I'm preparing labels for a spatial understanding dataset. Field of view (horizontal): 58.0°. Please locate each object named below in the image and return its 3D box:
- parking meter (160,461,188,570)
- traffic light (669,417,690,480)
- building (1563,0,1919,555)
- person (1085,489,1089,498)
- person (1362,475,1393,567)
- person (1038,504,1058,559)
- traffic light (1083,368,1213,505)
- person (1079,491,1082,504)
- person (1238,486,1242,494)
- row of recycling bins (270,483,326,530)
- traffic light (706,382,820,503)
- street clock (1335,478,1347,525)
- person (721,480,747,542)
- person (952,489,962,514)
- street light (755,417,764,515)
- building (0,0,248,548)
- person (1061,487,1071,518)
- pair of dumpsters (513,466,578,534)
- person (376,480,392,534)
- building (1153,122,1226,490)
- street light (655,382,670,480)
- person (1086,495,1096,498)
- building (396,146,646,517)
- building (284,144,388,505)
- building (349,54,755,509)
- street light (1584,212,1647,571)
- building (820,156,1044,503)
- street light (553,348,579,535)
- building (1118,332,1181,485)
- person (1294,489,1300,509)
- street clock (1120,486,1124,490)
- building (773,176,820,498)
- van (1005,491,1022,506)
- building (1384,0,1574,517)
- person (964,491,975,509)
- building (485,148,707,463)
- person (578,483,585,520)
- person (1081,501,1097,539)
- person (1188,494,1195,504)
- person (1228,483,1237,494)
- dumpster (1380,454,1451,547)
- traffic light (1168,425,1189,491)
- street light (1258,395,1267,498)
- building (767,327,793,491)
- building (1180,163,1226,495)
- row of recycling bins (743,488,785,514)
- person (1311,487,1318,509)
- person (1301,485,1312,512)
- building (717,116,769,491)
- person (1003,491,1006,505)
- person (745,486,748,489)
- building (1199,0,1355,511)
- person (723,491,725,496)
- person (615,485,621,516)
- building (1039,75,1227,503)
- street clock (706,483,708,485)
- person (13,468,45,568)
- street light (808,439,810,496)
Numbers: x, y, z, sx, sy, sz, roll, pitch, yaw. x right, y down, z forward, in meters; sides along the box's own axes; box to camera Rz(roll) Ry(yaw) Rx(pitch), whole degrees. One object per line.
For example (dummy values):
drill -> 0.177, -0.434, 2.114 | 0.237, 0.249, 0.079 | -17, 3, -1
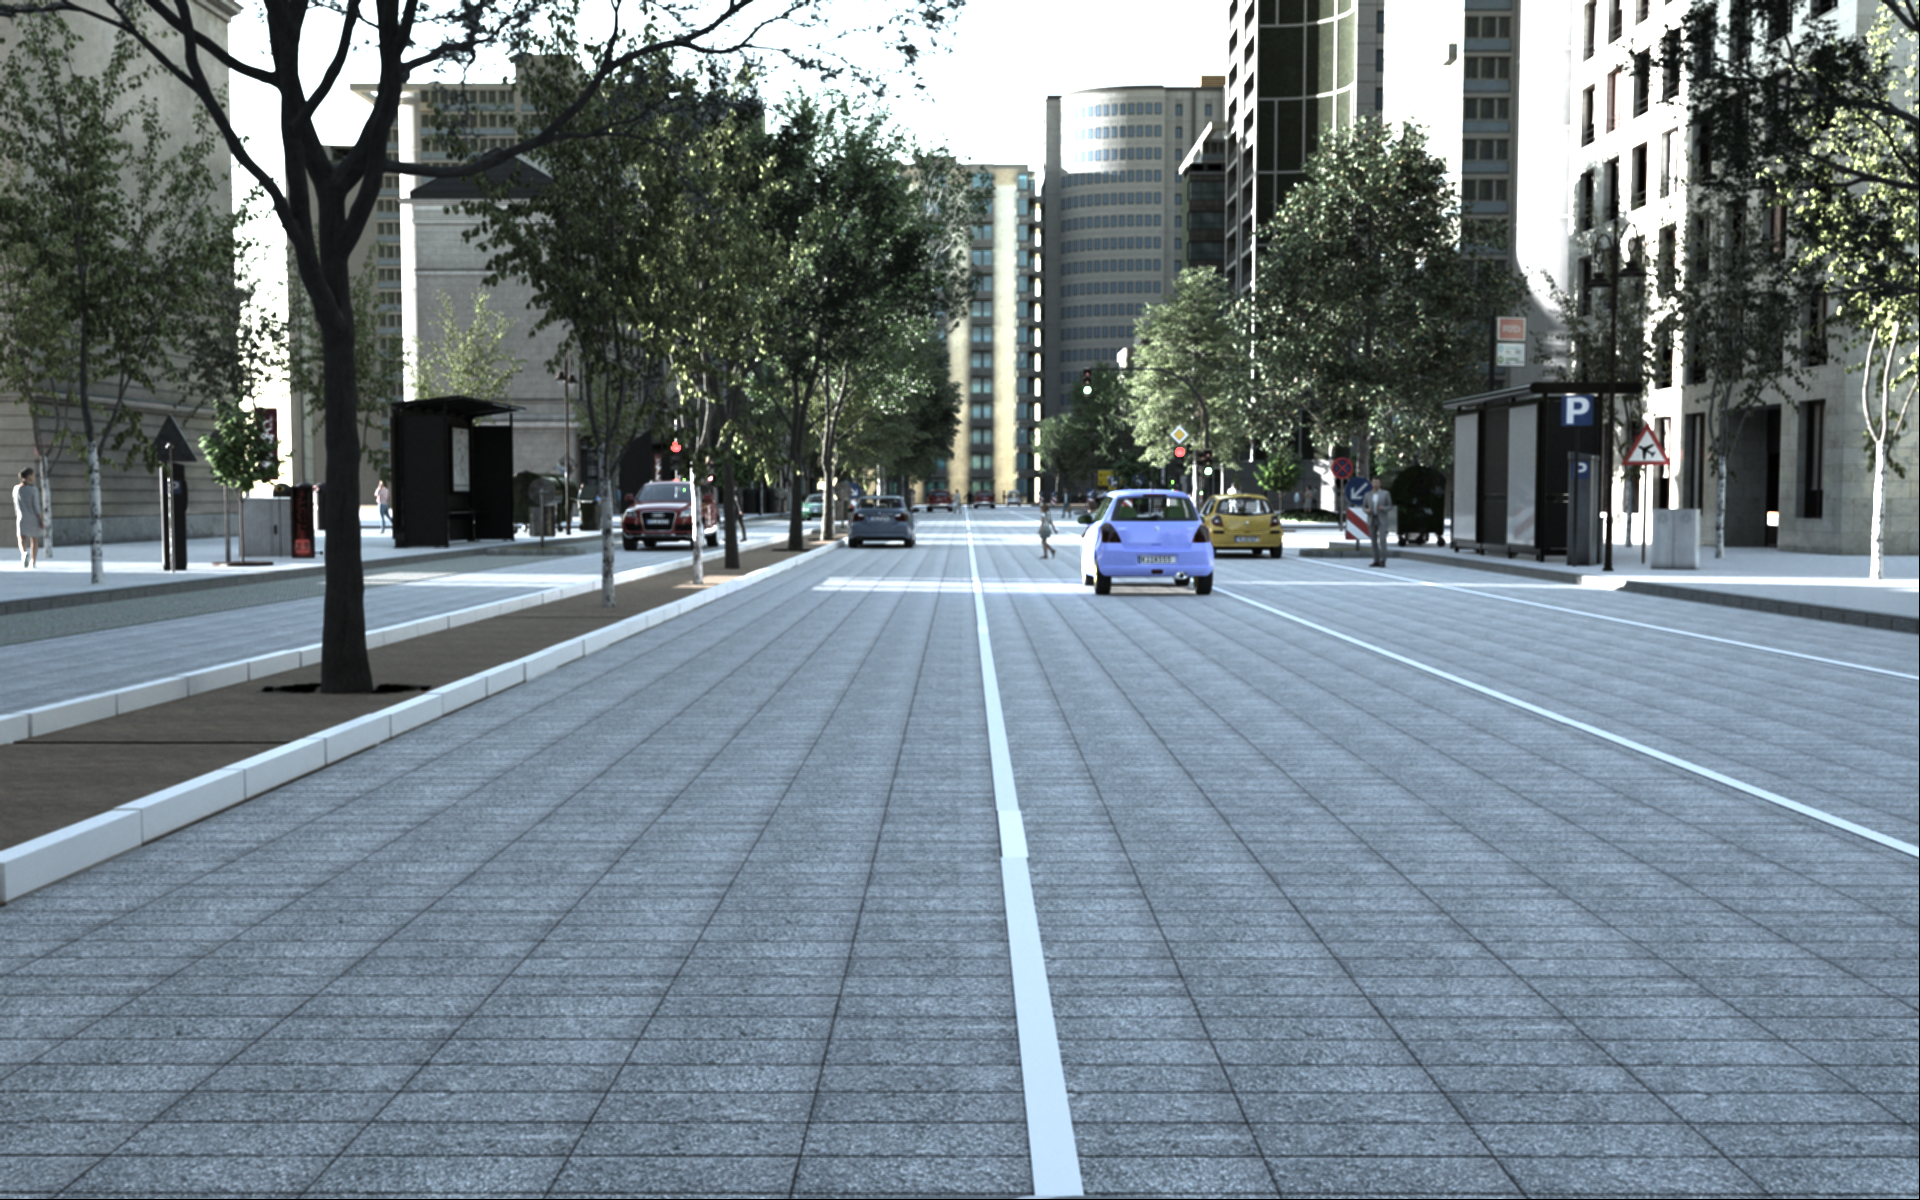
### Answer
parking meter -> -13.254, -1.438, 29.230 | 0.399, 1.863, 0.255 | -2, 4, -30
traffic light -> -10.190, -4.502, 62.524 | 0.839, 4.253, 0.868 | 0, 4, 0
building -> 23.596, -11.571, 43.933 | 10.420, 20.320, 16.860 | 0, 4, 0
person -> 13.111, -10.510, 177.898 | 0.705, 1.822, 1.348 | 2, 4, 24
person -> 8.165, -1.549, 34.025 | 0.606, 1.804, 0.583 | 2, 4, 27
person -> 1.920, -1.519, 38.345 | 0.382, 1.210, 0.505 | 2, 4, 27
traffic light -> 6.779, -5.363, 62.359 | 4.771, 5.953, 1.251 | 0, 4, 0
person -> 15.278, -13.130, 221.502 | 0.721, 1.735, 1.217 | 1, 4, 15
person -> 17.981, -6.427, 111.483 | 0.624, 1.780, 0.694 | 2, 4, 25
row of recycling bins -> -23.195, -3.362, 62.082 | 3.534, 1.692, 1.069 | 1, 4, 21
traffic light -> -8.080, -5.864, 70.539 | 4.771, 5.953, 1.251 | 0, 4, 0
street clock -> 15.581, -4.052, 70.813 | 0.471, 2.002, 0.358 | 1, 4, 10
person -> -6.747, -2.660, 51.773 | 0.755, 1.850, 0.659 | 1, 4, 10
person -> -0.209, -7.195, 126.494 | 0.694, 1.780, 0.624 | -2, 4, -35
street light -> -12.062, -8.042, 104.272 | 0.468, 5.910, 1.993 | 0, 4, 0
building -> -38.857, -13.959, 47.320 | 34.723, 24.649, 14.460 | 0, 4, 0
person -> 6.292, -5.701, 101.703 | 0.713, 1.824, 0.794 | -3, 5, -43
pair of dumpsters -> -14.009, -3.395, 58.002 | 1.574, 2.255, 4.437 | 0, 3, 0
person -> -18.487, -3.008, 55.820 | 0.643, 1.750, 0.593 | 0, 4, 0
building -> 35.560, -29.397, 172.517 | 32.217, 40.220, 23.993 | 0, 4, 0
street light -> -12.164, -5.992, 70.757 | 0.468, 5.910, 1.993 | 0, 4, 0
person -> 13.251, -10.331, 175.032 | 1.350, 1.814, 0.705 | -2, 4, -34
building -> -25.970, -15.118, 98.094 | 10.553, 20.767, 40.483 | 0, 4, 0
building -> -70.197, -31.911, 205.344 | 14.086, 41.232, 14.154 | 0, 4, 0
building -> -35.174, -28.466, 157.299 | 32.217, 40.220, 23.993 | 0, 4, 0
street light -> 10.830, -3.424, 28.768 | 0.468, 5.910, 1.993 | 0, 4, 0
building -> -3.479, -38.433, 247.980 | 30.456, 49.044, 23.786 | 0, 4, 0
street light -> -12.288, -4.978, 54.180 | 0.468, 5.910, 1.993 | 0, 4, 0
building -> 33.253, -21.679, 199.490 | 27.650, 21.520, 28.899 | 0, 4, 0
person -> 21.054, -6.132, 108.109 | 0.330, 1.601, 0.589 | 0, 4, 3
street clock -> 11.749, -7.398, 125.531 | 0.358, 2.002, 0.471 | 1, 4, 15
building -> -34.292, -38.465, 248.507 | 30.456, 49.044, 23.786 | 0, 4, 0
van -> 6.430, -12.275, 207.705 | 2.013, 2.044, 4.112 | 0, 4, 1
building -> 36.614, -24.524, 92.841 | 23.993, 40.220, 32.217 | 0, 4, 0
person -> 0.913, -9.563, 165.673 | 1.217, 1.723, 0.721 | 1, 4, 16
building -> -26.298, -18.995, 128.588 | 12.078, 24.808, 19.932 | 0, 4, 0
person -> -18.425, -4.815, 84.864 | 0.767, 1.812, 0.694 | 3, 5, 40
person -> 2.672, -1.298, 33.976 | 0.590, 1.304, 0.306 | 2, 4, 23
person -> 11.244, -4.525, 84.300 | 0.394, 1.301, 0.425 | -3, 5, -42
person -> 13.076, -4.685, 82.739 | 0.635, 1.810, 0.391 | 3, 5, 42
dumpster -> 11.152, -2.464, 42.785 | 1.502, 2.255, 1.985 | 0, 4, 0
traffic light -> 8.889, -4.988, 70.481 | 0.839, 4.253, 0.868 | 0, 4, 0
street light -> 10.916, -5.443, 61.788 | 0.468, 5.910, 1.993 | 0, 4, 0
building -> -34.543, -21.681, 199.529 | 28.899, 21.520, 27.650 | 0, 4, 0
building -> 26.401, -23.371, 153.821 | 14.160, 30.474, 14.107 | 0, 4, 0
row of recycling bins -> -12.921, -6.577, 114.644 | 1.069, 1.692, 3.534 | 3, 4, 39
person -> 24.850, -7.054, 121.552 | 0.592, 1.802, 0.473 | -3, 4, -37
person -> 18.282, -5.210, 91.590 | 0.532, 1.782, 0.716 | -1, 4, -18
building -> -27.397, -30.144, 176.448 | 14.154, 41.232, 14.086 | 0, 4, 0
person -> 5.652, -13.058, 221.626 | 0.705, 1.869, 1.348 | -1, 4, -11
person -> -15.628, -7.429, 127.378 | 0.818, 1.842, 0.514 | -2, 4, -25
building -> 30.160, -42.550, 133.944 | 20.563, 71.187, 20.611 | 0, 4, 0
person -> -18.448, -8.014, 137.042 | 0.573, 1.828, 0.580 | 0, 4, 7
person -> -19.982, -5.821, 101.564 | 0.444, 1.785, 0.601 | 0, 4, 7
building -> 25.859, -43.112, 246.879 | 28.212, 58.520, 21.231 | 0, 4, 0
street clock -> -13.943, -5.555, 95.386 | 0.358, 2.002, 0.471 | 1, 4, 15
person -> -16.000, -1.406, 29.782 | 0.466, 1.731, 0.760 | -2, 4, -29
street light -> -12.012, -10.085, 137.671 | 0.468, 5.910, 1.993 | 0, 4, 0
